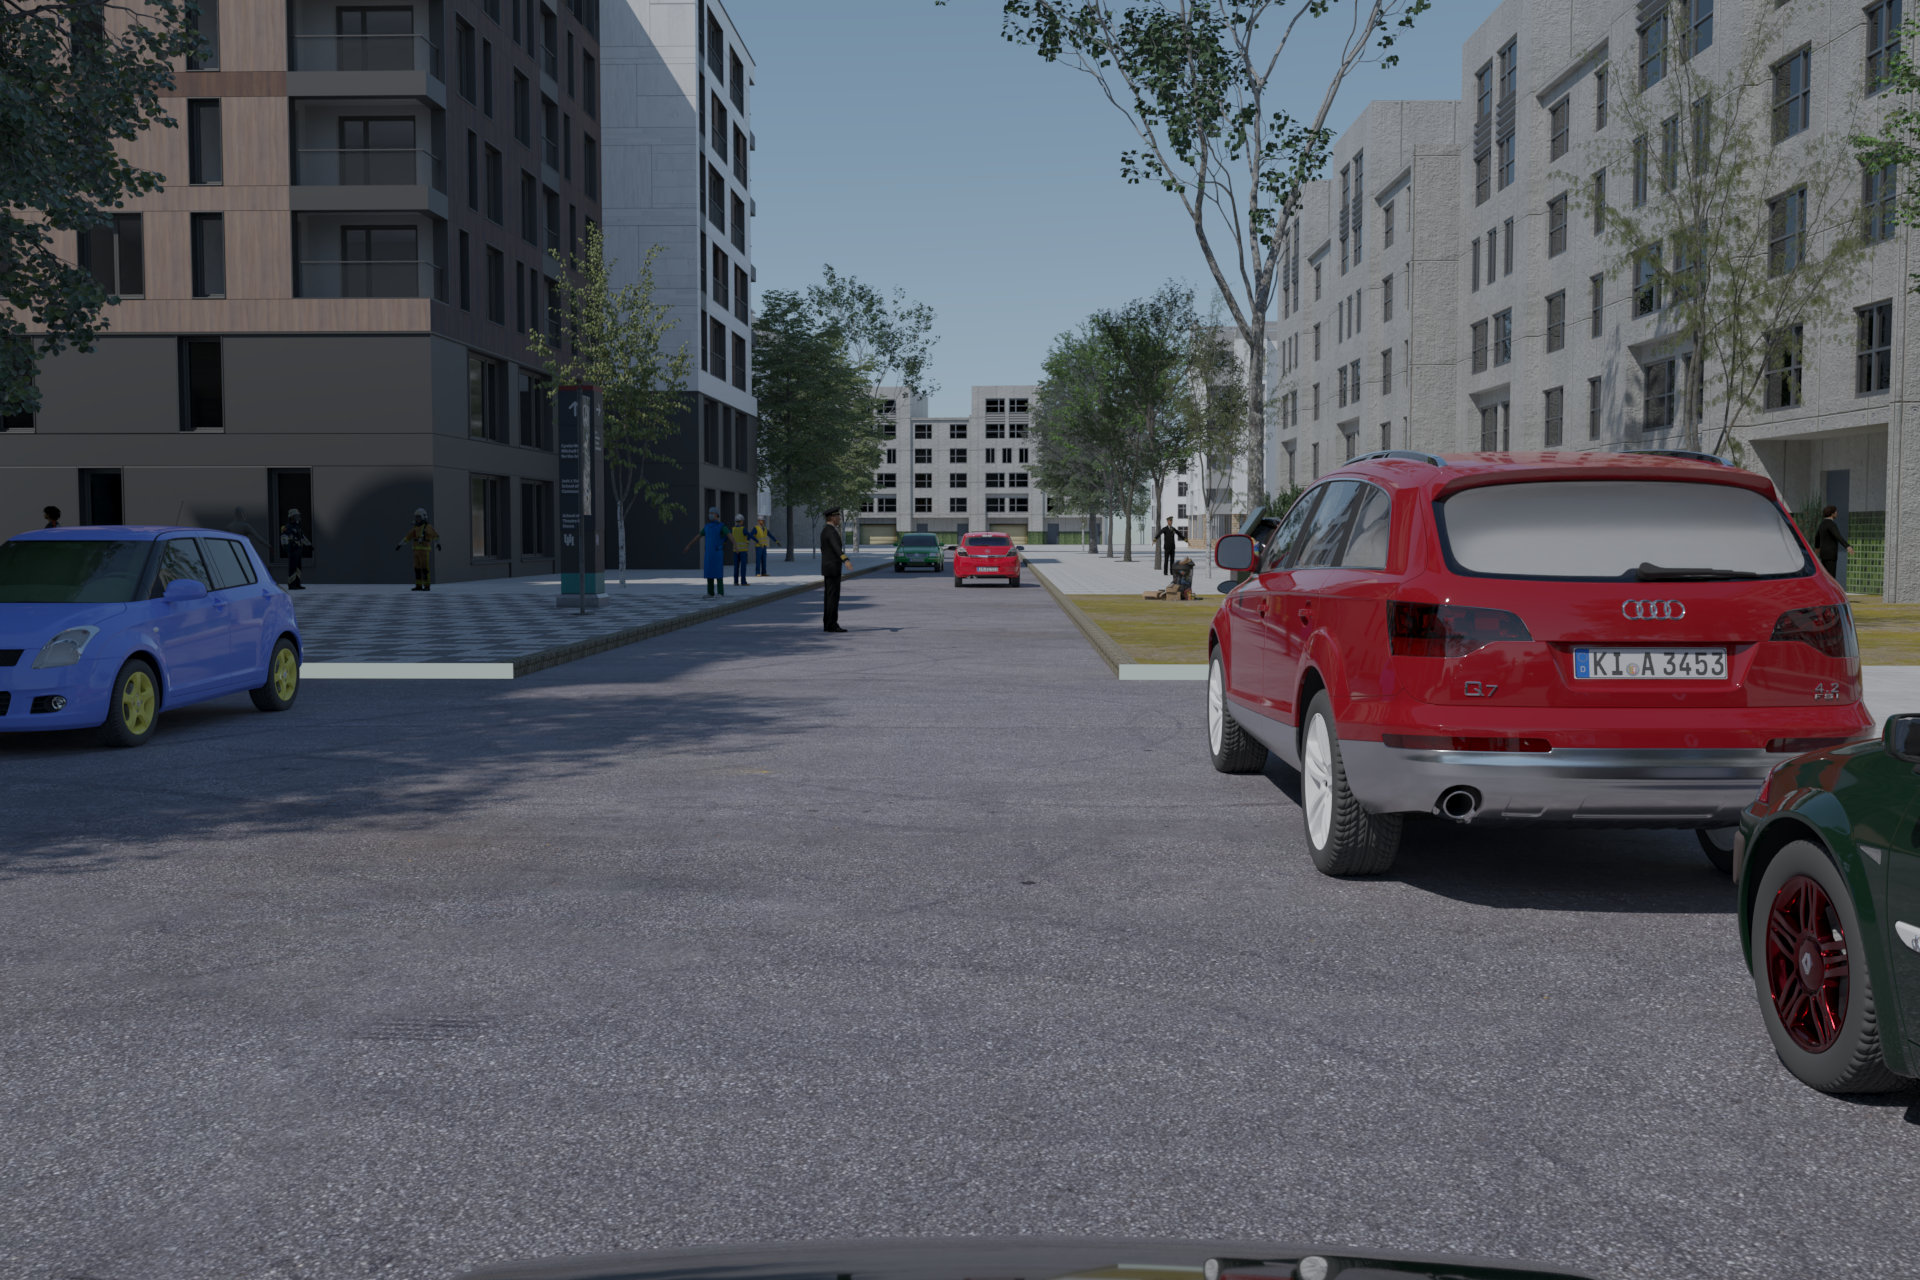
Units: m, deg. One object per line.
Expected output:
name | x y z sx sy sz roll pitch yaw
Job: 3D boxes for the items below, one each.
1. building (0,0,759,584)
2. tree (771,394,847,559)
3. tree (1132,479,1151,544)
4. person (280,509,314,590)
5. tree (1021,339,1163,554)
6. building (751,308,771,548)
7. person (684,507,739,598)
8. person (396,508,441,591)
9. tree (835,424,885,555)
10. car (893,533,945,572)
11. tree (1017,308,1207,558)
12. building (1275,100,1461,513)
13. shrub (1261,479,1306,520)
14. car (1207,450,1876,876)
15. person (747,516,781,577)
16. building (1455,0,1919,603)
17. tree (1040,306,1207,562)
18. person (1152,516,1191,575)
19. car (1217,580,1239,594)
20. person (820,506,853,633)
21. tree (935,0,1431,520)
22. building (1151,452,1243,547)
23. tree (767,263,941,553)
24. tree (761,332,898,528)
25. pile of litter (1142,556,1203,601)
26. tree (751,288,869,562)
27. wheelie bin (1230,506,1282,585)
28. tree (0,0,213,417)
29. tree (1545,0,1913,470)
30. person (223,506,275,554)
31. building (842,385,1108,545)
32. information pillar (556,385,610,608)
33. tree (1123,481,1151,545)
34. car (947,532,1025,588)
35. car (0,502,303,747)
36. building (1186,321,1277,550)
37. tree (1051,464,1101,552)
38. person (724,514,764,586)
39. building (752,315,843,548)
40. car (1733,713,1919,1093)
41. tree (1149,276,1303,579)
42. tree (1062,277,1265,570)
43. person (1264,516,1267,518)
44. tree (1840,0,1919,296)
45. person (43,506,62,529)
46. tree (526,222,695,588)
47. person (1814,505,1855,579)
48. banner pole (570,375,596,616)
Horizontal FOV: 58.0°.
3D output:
building | -23.349 -13.216 60.063 27.936 21.610 32.646 0 4 2
tree | -7.386 -8.503 89.392 4.360 8.622 3.978 0 3 0
tree | 22.487 -16.124 213.991 4.737 8.622 4.395 0 3 0
person | -15.297 -2.085 39.876 0.705 1.856 1.354 0 4 6
tree | 8.601 -12.555 111.924 9.857 13.997 8.962 0 3 0
building | -22.491 -17.628 144.632 16.016 20.090 11.380 0 4 1
person | -4.931 -1.743 34.627 1.347 1.817 0.704 2 4 30
person | -12.140 -2.032 38.991 1.354 1.858 0.705 2 4 28
tree | -7.406 -9.588 107.118 4.360 8.622 3.978 0 3 0
car | -1.545 -3.511 66.207 1.959 1.807 4.718 0 4 1
tree | 8.241 -11.183 93.215 12.009 13.543 11.850 0 3 0
building | 25.358 -13.013 79.214 16.747 18.905 31.486 0 4 1
shrub | 4.562 -1.163 23.434 1.690 2.028 1.600 0 3 0
car | 2.522 -0.007 8.793 2.281 1.827 5.304 0 4 1
person | -5.945 -2.810 51.920 0.705 1.833 1.349 3 5 42
building | 26.063 -11.046 47.059 16.747 18.905 31.486 0 4 2
tree | 7.642 -9.403 79.493 9.928 11.665 9.643 0 3 0
person | 6.512 -2.920 53.681 1.347 1.837 0.705 -1 4 -21
car | 3.179 -0.133 14.179 2.014 1.417 4.499 0 4 1
person | -1.843 -1.036 25.328 0.705 1.837 1.347 -1 4 -19
tree | 5.182 -11.157 38.308 12.611 20.169 13.585 0 3 0
building | 24.768 -14.137 173.290 9.099 9.664 28.070 0 4 1
tree | -7.203 -16.177 120.381 12.611 20.169 13.585 0 3 0
tree | -7.308 -10.974 97.554 7.486 12.596 7.792 0 3 0
pile of litter | 4.136 -1.215 33.824 1.176 0.858 1.719 0 4 1
tree | -8.098 -9.962 81.000 7.486 12.596 7.792 0 3 0
wheelie bin | 3.470 -0.745 20.094 0.693 1.594 0.980 0 4 0
tree | -11.792 -6.666 15.639 9.857 13.997 8.962 0 3 0
tree | 9.380 -4.409 22.447 4.360 8.622 3.978 0 3 0
person | -13.832 -1.666 33.368 1.348 1.813 0.705 1 4 16
building | 2.275 -21.063 213.287 31.486 18.905 16.747 0 4 6
information pillar | -6.661 -2.516 30.514 0.750 3.857 0.750 0 4 3
tree | 22.055 -15.790 208.528 4.360 8.622 3.978 0 3 0
car | 0.727 -2.376 47.890 2.155 1.783 4.494 0 3 0
car | -6.324 -0.194 12.767 1.945 1.707 3.694 0 4 2
building | 25.493 -18.236 154.577 16.016 20.090 11.380 0 4 1
tree | 8.945 -10.522 122.396 4.360 8.622 3.978 0 3 0
person | -5.421 -2.237 43.032 1.216 1.772 0.721 2 4 25
building | -21.490 -20.688 169.176 19.493 23.208 18.063 0 4 1
car | 3.014 0.401 3.239 2.009 1.686 4.222 0 4 1
tree | 7.040 -6.081 49.792 4.360 8.622 3.978 0 3 0
tree | 7.376 -7.809 62.097 7.601 10.594 8.767 -3 5 -43
person | 7.018 -2.049 40.308 0.721 1.733 1.217 2 4 27
tree | 16.718 -6.021 24.195 9.928 11.665 9.643 0 3 0
person | -17.477 -1.660 33.284 0.704 1.843 1.345 -1 4 -8
tree | -8.064 -5.541 40.961 4.737 8.622 4.395 0 3 0
person | 16.039 -1.573 31.905 0.705 1.806 1.347 0 4 1
banner pole | -5.979 -2.298 27.586 0.401 3.779 0.863 0 4 2
